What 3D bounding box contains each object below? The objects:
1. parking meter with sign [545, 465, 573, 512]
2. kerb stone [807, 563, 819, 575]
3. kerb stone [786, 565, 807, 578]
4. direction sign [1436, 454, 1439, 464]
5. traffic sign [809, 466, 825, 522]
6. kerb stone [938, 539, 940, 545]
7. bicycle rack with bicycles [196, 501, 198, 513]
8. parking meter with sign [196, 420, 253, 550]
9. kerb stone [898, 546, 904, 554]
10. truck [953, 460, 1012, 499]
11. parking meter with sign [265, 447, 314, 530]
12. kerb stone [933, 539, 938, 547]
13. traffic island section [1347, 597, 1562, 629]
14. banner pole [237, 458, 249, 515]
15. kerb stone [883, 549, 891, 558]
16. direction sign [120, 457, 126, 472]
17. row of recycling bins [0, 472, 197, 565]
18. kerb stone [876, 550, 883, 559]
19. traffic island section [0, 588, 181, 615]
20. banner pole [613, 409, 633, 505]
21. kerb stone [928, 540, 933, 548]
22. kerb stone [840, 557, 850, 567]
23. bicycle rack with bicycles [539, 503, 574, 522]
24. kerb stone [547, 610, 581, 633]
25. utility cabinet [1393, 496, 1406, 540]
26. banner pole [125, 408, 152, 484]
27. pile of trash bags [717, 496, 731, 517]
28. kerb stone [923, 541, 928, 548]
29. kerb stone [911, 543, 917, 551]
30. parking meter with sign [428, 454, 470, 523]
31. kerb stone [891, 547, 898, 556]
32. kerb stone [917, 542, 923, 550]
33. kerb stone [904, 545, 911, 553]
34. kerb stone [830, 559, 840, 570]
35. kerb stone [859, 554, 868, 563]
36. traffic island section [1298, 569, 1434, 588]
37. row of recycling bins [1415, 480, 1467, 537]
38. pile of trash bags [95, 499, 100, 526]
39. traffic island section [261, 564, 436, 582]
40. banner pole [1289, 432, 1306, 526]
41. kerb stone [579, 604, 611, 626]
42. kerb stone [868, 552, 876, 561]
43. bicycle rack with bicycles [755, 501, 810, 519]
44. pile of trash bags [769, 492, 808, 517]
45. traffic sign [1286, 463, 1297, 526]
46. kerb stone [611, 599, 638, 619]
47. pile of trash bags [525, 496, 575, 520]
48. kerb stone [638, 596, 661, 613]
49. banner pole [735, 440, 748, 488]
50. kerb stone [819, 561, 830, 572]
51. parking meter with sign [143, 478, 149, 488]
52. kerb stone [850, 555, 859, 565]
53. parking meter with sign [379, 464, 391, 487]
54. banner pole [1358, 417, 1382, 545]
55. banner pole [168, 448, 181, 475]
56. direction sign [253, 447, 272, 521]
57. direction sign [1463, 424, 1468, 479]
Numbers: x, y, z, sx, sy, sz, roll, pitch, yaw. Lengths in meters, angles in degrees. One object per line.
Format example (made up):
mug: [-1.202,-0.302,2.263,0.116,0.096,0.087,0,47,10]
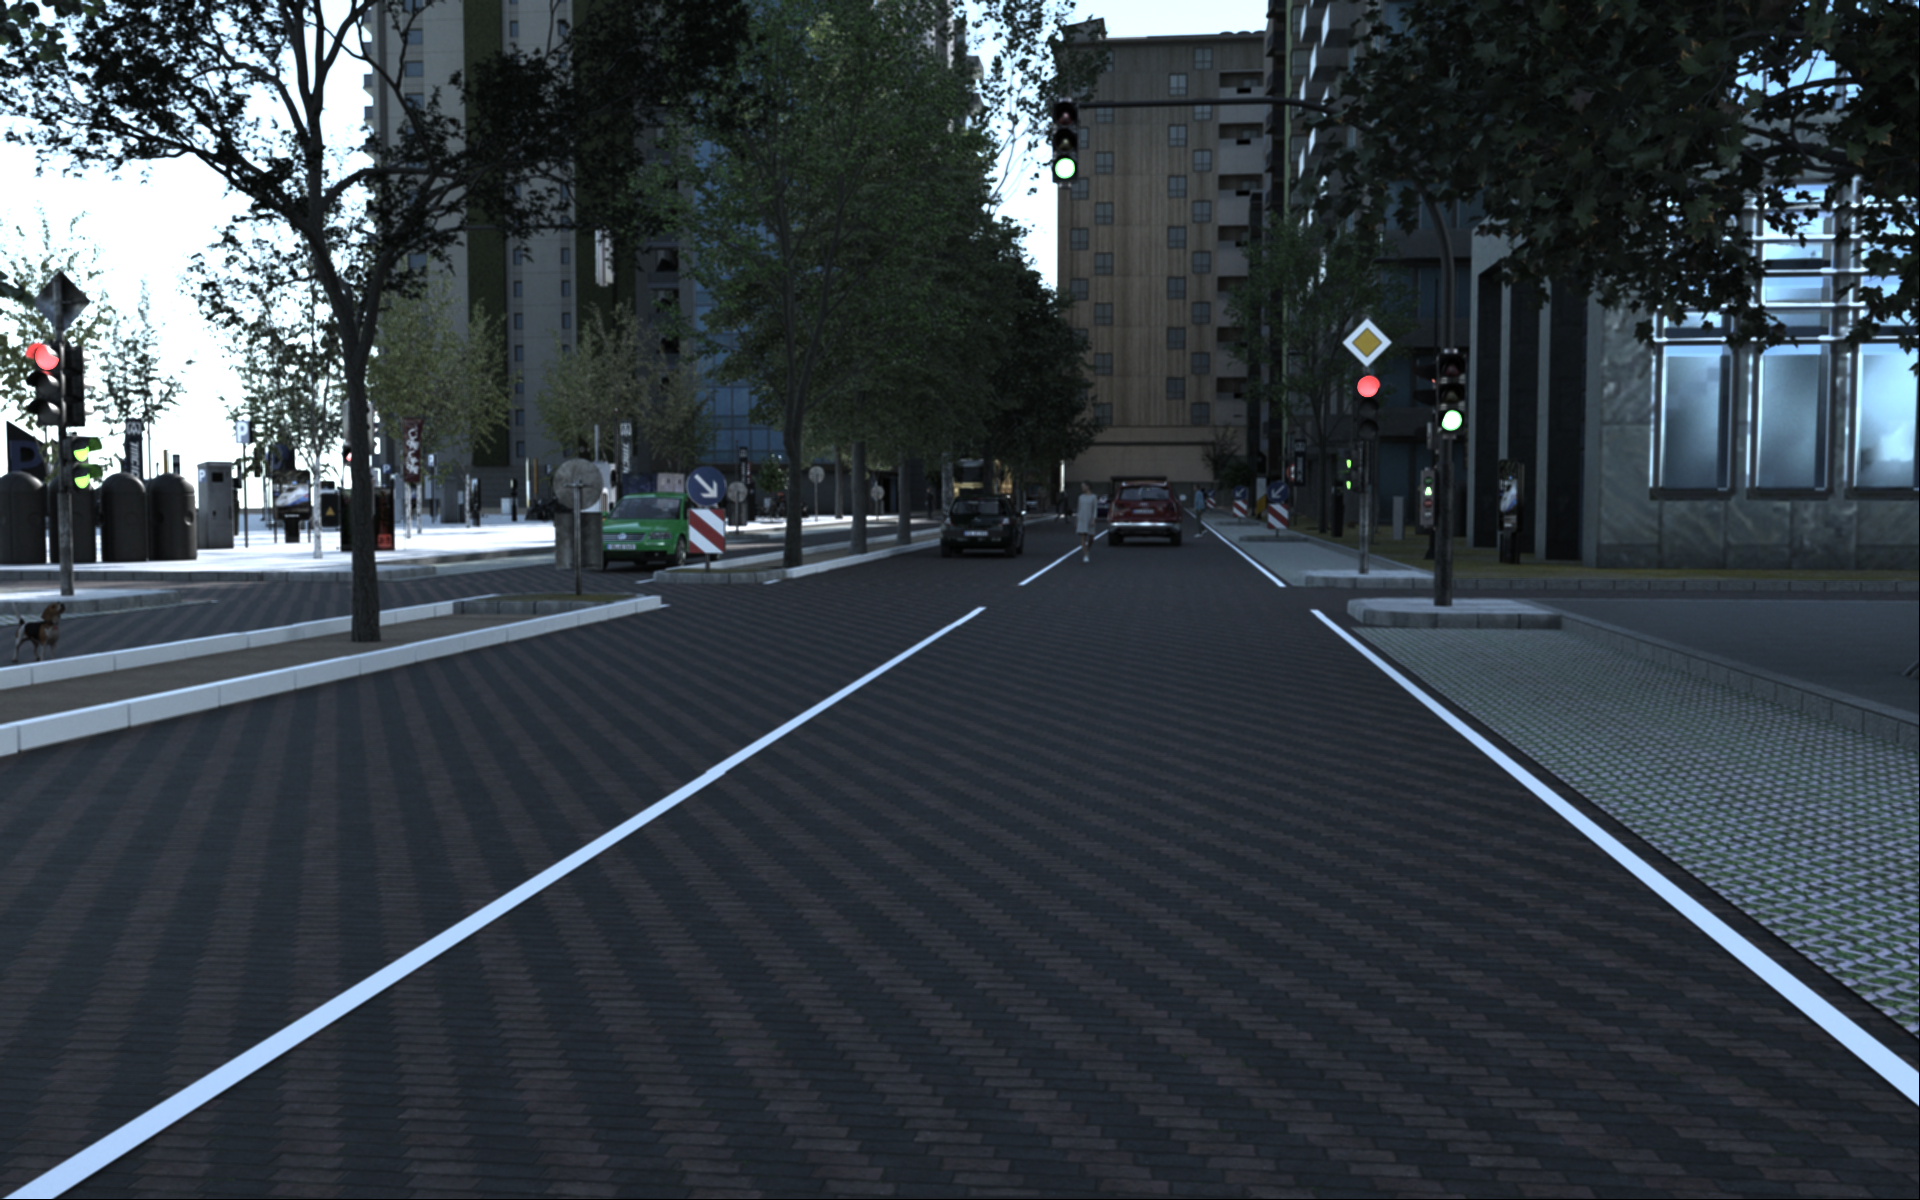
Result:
parking meter with sign: [-23.734,-6.518,102.828,1.738,3.016,0.543,2,4,26]
kerb stone: [-2.734,-0.539,31.018,0.120,0.150,1.000,0,4,7]
kerb stone: [-2.848,-0.477,30.001,0.120,0.150,1.000,0,4,7]
direction sign: [15.607,-3.940,56.419,0.379,3.537,0.876,-1,4,-14]
traffic sign: [-6.534,-4.812,78.774,0.768,2.556,0.104,1,4,14]
kerb stone: [-0.664,-1.598,48.329,0.120,0.150,1.000,0,4,7]
bicycle rack with bicycles: [-37.835,-4.452,86.173,2.852,0.926,2.925,-3,4,-36]
parking meter with sign: [-17.425,-2.703,40.453,0.543,3.016,1.738,2,4,32]
kerb stone: [-1.515,-1.163,41.215,0.120,0.150,1.000,0,4,7]
truck: [1.242,-6.331,99.432,3.469,3.379,9.791,0,4,8]
parking meter with sign: [-23.828,-4.016,61.926,1.738,3.016,0.543,-2,4,-33]
kerb stone: [-0.784,-1.532,47.313,0.120,0.150,1.000,0,4,7]
traffic island section: [5.561,0.145,19.910,2.009,0.180,2.903,0,4,7]
banner pole: [-43.961,-7.094,105.995,0.401,3.779,0.863,1,4,19]
kerb stone: [-1.750,-1.039,39.181,0.120,0.150,1.000,0,4,7]
direction sign: [-51.589,-7.026,106.870,0.876,3.537,0.379,3,5,41]
row of recycling bins: [-16.247,-1.563,32.669,3.534,1.692,1.069,-3,5,-44]
kerb stone: [-1.882,-0.971,38.162,0.120,0.150,1.000,0,4,7]
traffic island section: [-11.310,0.022,21.918,2.009,0.180,2.903,0,4,7]
banner pole: [-9.921,-3.719,50.829,0.863,3.779,0.401,2,4,27]
kerb stone: [-0.909,-1.474,46.294,0.120,0.150,1.000,0,4,7]
kerb stone: [-2.366,-0.727,34.086,0.120,0.150,1.000,0,4,7]
bicycle rack with bicycles: [-18.032,-4.097,80.366,2.925,0.926,2.852,-1,4,-21]
kerb stone: [-4.254,0.241,18.261,0.120,0.150,1.000,0,4,7]
utility cabinet: [12.452,-2.319,49.083,0.306,1.237,1.020,1,4,17]
banner pole: [-23.782,-3.687,50.307,0.863,3.779,0.401,-2,4,-30]
pile of trash bags: [-13.470,-5.304,96.480,1.912,1.369,3.447,0,4,-1]
kerb stone: [-1.038,-1.412,45.280,0.120,0.150,1.000,0,4,7]
kerb stone: [-1.269,-1.288,43.249,0.120,0.150,1.000,0,4,7]
parking meter with sign: [-22.434,-4.883,76.094,0.543,3.016,1.738,3,5,43]
kerb stone: [-1.638,-1.101,40.197,0.120,0.150,1.000,0,4,7]
kerb stone: [-1.151,-1.350,44.264,0.120,0.150,1.000,0,4,7]
kerb stone: [-1.393,-1.224,42.230,0.120,0.150,1.000,0,4,7]
kerb stone: [-2.493,-0.664,33.059,0.120,0.150,1.000,0,4,7]
kerb stone: [-2.123,-0.851,36.116,0.120,0.150,1.000,0,4,7]
traffic island section: [6.506,-0.340,27.839,2.009,0.180,2.903,0,4,7]
row of recycling bins: [15.110,-2.852,53.735,1.069,1.692,3.534,0,4,-6]
pile of trash bags: [-35.356,-3.653,69.476,1.912,1.369,3.447,1,4,21]
traffic island section: [-10.366,-0.463,29.847,2.009,0.180,2.903,0,4,7]
banner pole: [13.470,-4.859,69.469,0.863,3.779,0.401,0,4,3]
kerb stone: [-4.131,0.179,19.275,0.120,0.150,1.000,0,4,7]
kerb stone: [-1.999,-0.905,37.145,0.120,0.150,1.000,0,4,7]
bicycle rack with bicycles: [-9.507,-4.628,89.051,2.925,0.926,2.852,1,4,22]
pile of trash bags: [-9.704,-5.316,96.666,1.912,1.369,3.447,-1,4,-20]
traffic sign: [13.594,-4.283,70.128,0.768,2.556,0.104,1,4,11]
kerb stone: [-4.011,0.118,20.296,0.120,0.150,1.000,0,4,7]
pile of trash bags: [-19.841,-4.629,85.435,1.912,1.369,3.447,1,4,21]
kerb stone: [-3.881,0.054,21.310,0.120,0.150,1.000,0,4,7]
banner pole: [-10.202,-5.541,80.604,0.863,3.779,0.401,-3,5,-44]
kerb stone: [-2.600,-0.600,32.039,0.120,0.150,1.000,0,4,7]
parking meter with sign: [-39.252,-5.343,83.612,1.738,3.016,0.543,-2,4,-23]
kerb stone: [-2.241,-0.789,35.101,0.120,0.150,1.000,0,4,7]
parking meter with sign: [-33.740,-6.433,101.447,0.543,3.016,1.738,-2,4,-29]
banner pole: [10.407,-3.318,44.272,0.401,3.779,0.863,-2,4,-25]
banner pole: [-43.095,-6.418,94.959,0.401,3.779,0.863,3,4,38]
direction sign: [-33.652,-5.604,83.626,0.876,3.537,0.379,0,4,4]
direction sign: [16.569,-3.941,56.435,0.379,3.537,0.876,3,4,37]
